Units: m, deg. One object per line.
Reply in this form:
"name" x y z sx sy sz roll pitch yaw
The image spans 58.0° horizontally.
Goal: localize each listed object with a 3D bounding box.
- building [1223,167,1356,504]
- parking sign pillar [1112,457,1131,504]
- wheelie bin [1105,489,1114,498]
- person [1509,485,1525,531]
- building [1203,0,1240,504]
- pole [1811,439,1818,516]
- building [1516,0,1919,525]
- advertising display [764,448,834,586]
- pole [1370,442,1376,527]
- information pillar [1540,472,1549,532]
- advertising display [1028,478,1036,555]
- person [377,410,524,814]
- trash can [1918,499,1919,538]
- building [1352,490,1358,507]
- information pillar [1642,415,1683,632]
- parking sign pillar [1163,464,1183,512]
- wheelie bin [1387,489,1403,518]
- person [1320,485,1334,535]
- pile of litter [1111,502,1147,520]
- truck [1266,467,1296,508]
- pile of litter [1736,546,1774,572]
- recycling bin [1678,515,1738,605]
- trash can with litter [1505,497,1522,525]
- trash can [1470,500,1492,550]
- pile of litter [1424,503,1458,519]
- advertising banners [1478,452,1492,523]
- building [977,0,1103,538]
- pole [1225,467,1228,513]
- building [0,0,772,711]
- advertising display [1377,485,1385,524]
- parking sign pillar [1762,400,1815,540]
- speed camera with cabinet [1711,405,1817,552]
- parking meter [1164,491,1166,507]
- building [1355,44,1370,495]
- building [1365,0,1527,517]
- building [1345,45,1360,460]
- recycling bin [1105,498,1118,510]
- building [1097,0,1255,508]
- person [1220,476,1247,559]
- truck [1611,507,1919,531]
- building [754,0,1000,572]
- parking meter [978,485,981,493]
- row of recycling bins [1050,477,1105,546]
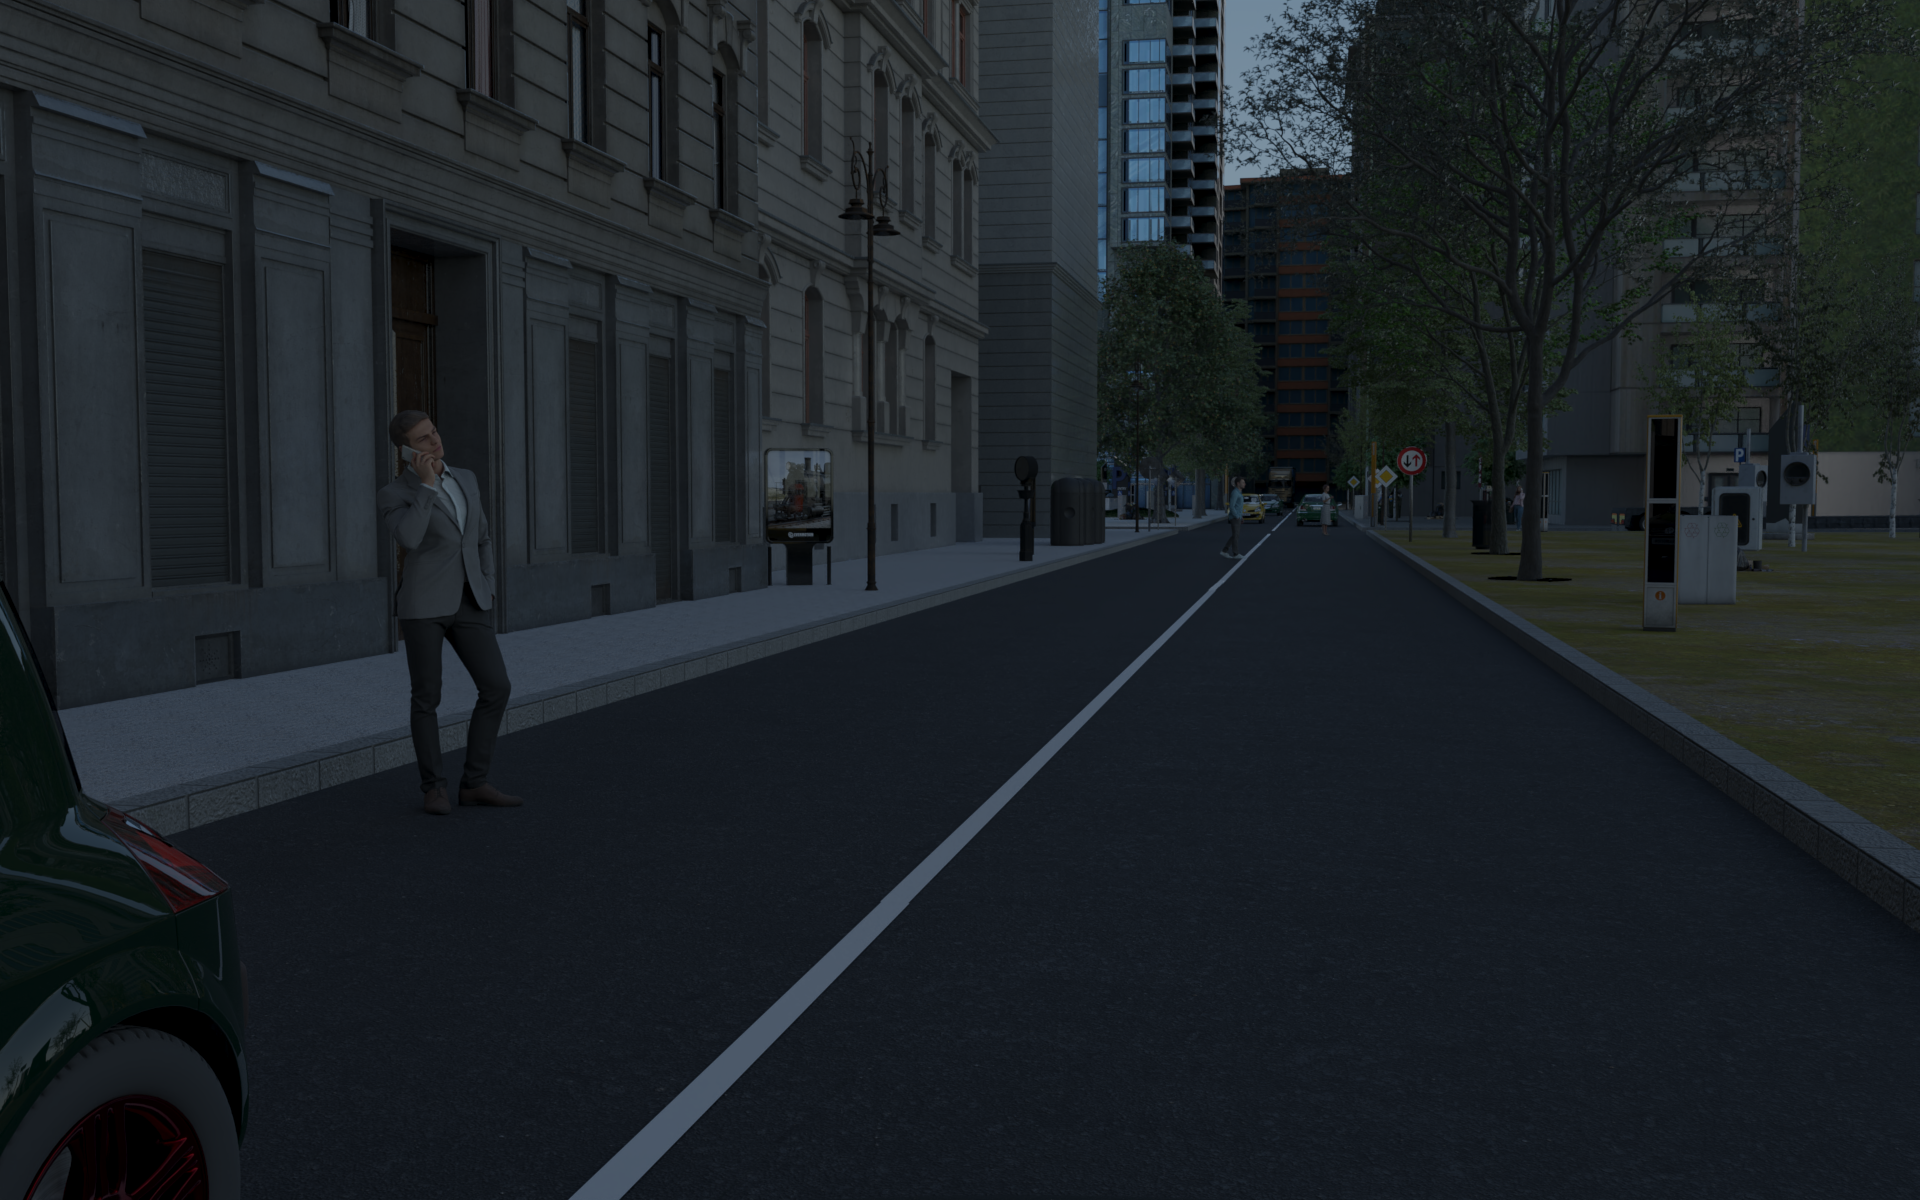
"building" 45.885 -35.530 235.543 28.867 44.769 22.147 1 4 11
"parking sign pillar" 11.498 -8.254 123.433 1.447 3.967 1.447 2 4 35
"wheelie bin" 10.079 -6.776 118.695 0.980 1.594 0.693 2 4 24
"person" 20.795 -3.388 64.489 0.643 1.750 0.593 -3 5 -40
"building" 19.755 -45.674 185.026 20.563 71.187 20.611 1 4 11
"pole" 31.957 -4.339 64.778 0.158 3.312 0.155 0 3 0
"building" 31.528 -23.776 72.331 14.086 41.232 14.154 1 4 11
"advertising display" -2.261 -1.169 24.321 0.974 1.923 0.123 -1 4 -17
"pole" 16.138 -4.510 67.586 0.158 3.312 0.155 0 3 0
"information pillar" 19.707 -3.311 58.623 0.304 2.012 0.304 3 5 45
"advertising display" 1.514 -1.940 36.936 0.123 1.923 0.974 0 4 -3
"person" -2.308 0.052 7.834 0.592 1.802 0.473 -2 4 -35
"trash can" 26.974 -2.226 48.048 0.748 1.137 0.748 0 3 0
"building" 50.504 -45.020 174.323 20.563 71.187 20.611 1 4 11
"information pillar" 6.576 -0.717 16.214 0.304 2.012 0.304 1 4 23
"parking sign pillar" 15.611 -8.471 126.981 1.447 3.967 1.447 0 3 0
"wheelie bin" 23.278 -5.180 92.605 0.693 1.594 0.980 2 4 31
"person" 12.763 -3.119 60.060 0.524 1.755 0.480 2 4 33
"pile of litter" 8.441 -4.436 86.499 1.719 0.858 1.176 2 4 27
"truck" 33.657 -11.754 181.091 2.839 4.237 11.283 1 4 13
"pile of litter" 12.930 -0.943 29.378 1.176 0.858 1.719 -1 4 -19
"recycling bin" 8.660 -0.481 20.421 0.722 1.027 0.722 0 4 1
"trash can with litter" 23.253 -3.749 72.689 1.055 1.170 0.624 -1 4 -10
"trash can" 12.212 -1.746 40.207 0.748 1.137 0.748 0 3 0
"pile of litter" 24.614 -4.555 88.444 1.719 0.858 1.176 1 4 20
"advertising banners" 22.026 -4.676 72.641 0.090 3.025 2.074 2 4 34
"building" -10.690 -17.140 57.736 29.804 29.767 11.434 1 4 11
"pole" 17.632 -7.381 114.523 0.158 3.312 0.155 0 3 0
"building" -8.982 -10.157 15.217 9.793 20.994 18.267 1 4 11
"advertising display" 17.735 -4.148 73.041 0.123 1.923 0.974 0 4 2
"parking sign pillar" 23.339 -3.691 48.821 1.447 3.967 1.447 0 4 -7
"speed camera with cabinet" 18.046 -2.723 38.857 2.038 3.252 0.660 2 4 31
"parking meter" 12.618 -6.085 107.895 0.372 1.533 0.369 0 3 0
"building" 43.738 -31.108 158.730 14.600 45.320 14.200 1 4 11
"building" 31.877 -20.374 104.818 14.160 30.474 14.107 1 4 11
"building" 58.505 -37.219 197.765 28.713 52.752 27.495 1 4 11
"recycling bin" 9.355 -5.834 107.947 0.722 1.027 0.722 -2 4 -33
"building" 19.647 -54.726 207.437 31.000 86.520 22.319 1 4 11
"person" 6.085 -1.835 38.516 0.620 1.820 0.660 1 4 13
"truck" 32.549 -4.277 59.690 18.799 4.110 2.967 1 4 10
"building" -7.678 -15.234 36.458 14.401 28.519 23.554 1 4 11
"parking meter" 0.419 -2.539 49.926 0.372 1.533 0.369 0 3 0
"row of recycling bins" 3.073 -2.273 44.281 1.069 1.692 3.534 1 4 16
